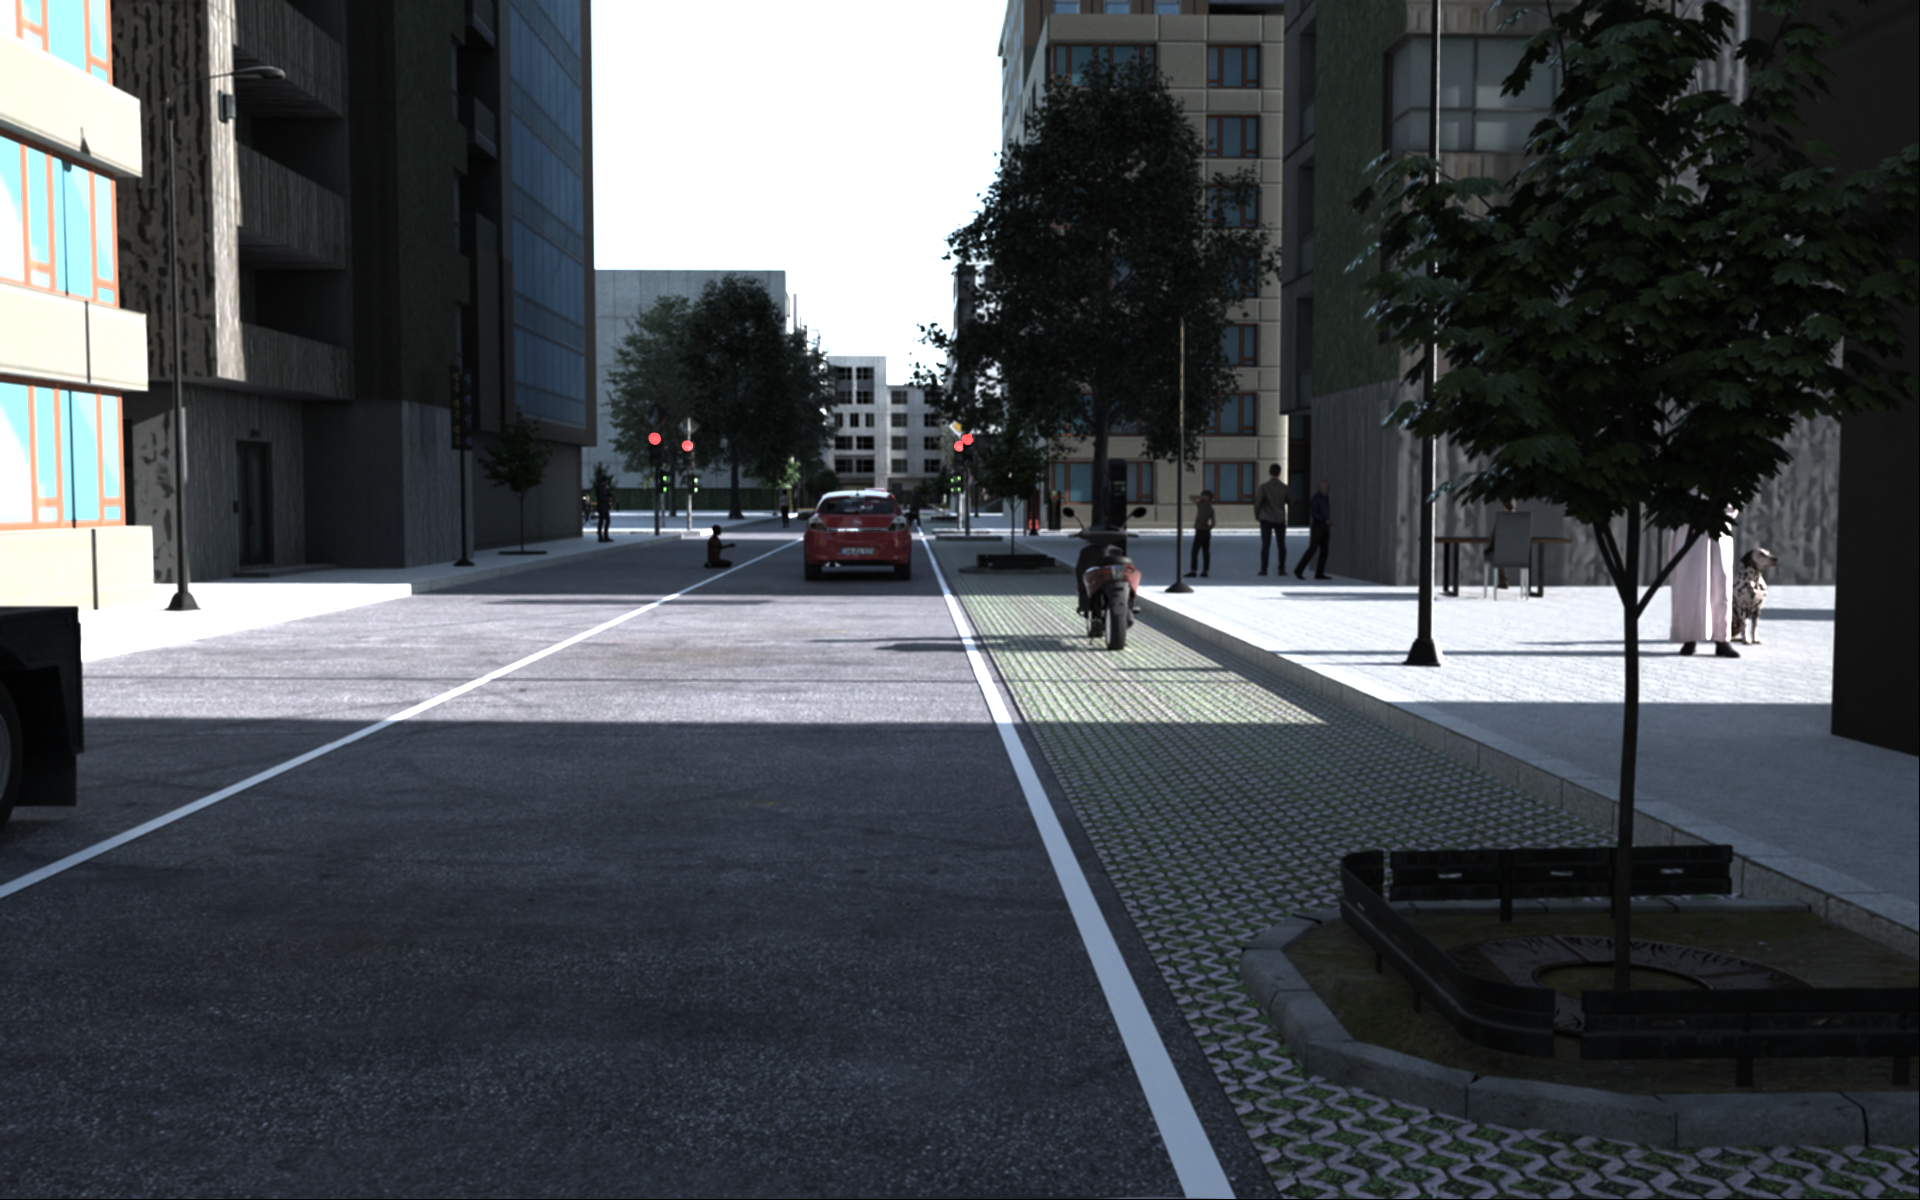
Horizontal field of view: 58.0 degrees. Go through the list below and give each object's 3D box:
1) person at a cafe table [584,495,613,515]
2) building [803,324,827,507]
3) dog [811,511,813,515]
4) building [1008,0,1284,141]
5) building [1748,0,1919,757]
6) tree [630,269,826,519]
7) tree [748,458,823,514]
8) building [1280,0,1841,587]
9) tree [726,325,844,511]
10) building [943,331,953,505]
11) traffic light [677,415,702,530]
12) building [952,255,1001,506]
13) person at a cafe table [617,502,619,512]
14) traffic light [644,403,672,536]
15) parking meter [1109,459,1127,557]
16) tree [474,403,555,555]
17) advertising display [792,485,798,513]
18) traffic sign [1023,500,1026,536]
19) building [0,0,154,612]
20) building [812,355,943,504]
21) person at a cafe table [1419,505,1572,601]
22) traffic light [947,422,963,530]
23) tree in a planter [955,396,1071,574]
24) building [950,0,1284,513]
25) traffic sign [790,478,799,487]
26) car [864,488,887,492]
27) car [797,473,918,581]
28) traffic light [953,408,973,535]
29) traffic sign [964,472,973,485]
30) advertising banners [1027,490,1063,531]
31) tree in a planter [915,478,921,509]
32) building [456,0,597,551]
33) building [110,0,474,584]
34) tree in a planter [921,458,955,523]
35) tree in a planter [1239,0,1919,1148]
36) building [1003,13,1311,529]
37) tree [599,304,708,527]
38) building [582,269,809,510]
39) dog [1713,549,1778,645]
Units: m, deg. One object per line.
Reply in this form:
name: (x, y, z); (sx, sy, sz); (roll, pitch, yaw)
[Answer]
person at a cafe table: (-22.998, -5.959, 108.286); (1.726, 1.238, 1.698); (3, 5, 40)
building: (-21.528, -21.262, 204.056); (11.380, 20.091, 16.016); (0, 4, -2)
dog: (-8.539, -5.004, 102.002); (0.748, 0.427, 0.550); (-1, 4, -12)
building: (9.960, -27.288, 96.271); (14.600, 45.320, 14.200); (0, 4, -2)
building: (11.414, -21.485, 1.392); (14.600, 45.320, 14.200); (0, 4, -2)
tree: (-11.556, -10.488, 88.484); (9.611, 12.733, 9.660); (0, 3, 0)
tree: (-12.078, -7.878, 112.524); (4.285, 4.588, 4.351); (0, 3, 0)
building: (12.837, -21.175, 29.799); (14.154, 41.232, 14.086); (0, 4, -2)
tree: (-13.436, -13.629, 129.487); (9.857, 13.997, 8.962); (0, 3, 0)
building: (7.112, -20.208, 196.854); (16.747, 18.905, 31.486); (0, 4, -2)
traffic light: (-9.600, -4.433, 61.406); (0.839, 4.253, 0.868); (0, 4, -2)
building: (13.154, -19.613, 164.650); (27.936, 21.610, 32.646); (0, 4, -2)
person at a cafe table: (-25.587, -7.082, 126.645); (1.698, 1.238, 1.726); (0, 4, -6)
traffic light: (-9.343, -3.945, 53.425); (0.839, 4.253, 0.868); (0, 4, -2)
parking meter: (2.614, -1.408, 28.730); (0.255, 1.863, 0.399); (0, 4, -3)
tree: (-9.507, -2.592, 36.979); (1.663, 3.219, 1.824); (0, 3, 0)
advertising display: (-11.444, -7.024, 120.058); (0.123, 1.923, 0.974); (1, 4, 12)
traffic sign: (1.978, -3.222, 52.780); (0.768, 2.556, 0.104); (0, 4, 1)
building: (-22.979, -9.794, 5.172); (27.650, 21.520, 28.899); (0, 4, -2)
building: (-17.931, -22.148, 228.572); (31.486, 18.905, 16.747); (0, 4, -2)
person at a cafe table: (6.709, -0.655, 21.567); (1.698, 1.238, 1.726); (0, 4, 6)
traffic light: (-0.045, -4.453, 61.729); (0.839, 4.253, 0.868); (0, 4, -2)
tree in a planter: (0.972, -2.103, 31.604); (1.991, 3.239, 1.994); (0, 4, -2)
building: (15.568, -26.409, 123.666); (32.217, 40.220, 23.993); (0, 4, -2)
traffic sign: (-11.635, -7.384, 120.837); (0.768, 2.556, 0.104); (0, 4, 2)
car: (-5.604, -6.444, 114.027); (2.281, 1.827, 5.304); (0, 4, -3)
car: (-1.784, -1.295, 30.219); (2.155, 1.783, 4.494); (0, 4, -3)
traffic light: (0.213, -3.965, 53.748); (0.839, 4.253, 0.868); (0, 4, -2)
traffic sign: (0.398, -6.188, 101.275); (0.768, 2.556, 0.104); (0, 4, 6)
advertising banners: (2.612, -3.958, 60.895); (2.074, 3.025, 0.090); (0, 4, -8)
tree in a planter: (-3.311, -10.207, 164.112); (1.991, 3.239, 1.994); (0, 4, -2)
building: (-17.798, -24.079, 43.805); (14.200, 45.320, 14.600); (0, 4, -2)
building: (-16.504, -15.589, 26.581); (14.160, 30.474, 14.107); (0, 4, -2)
tree in a planter: (-0.805, -5.466, 86.583); (1.991, 3.239, 1.994); (0, 4, -2)
tree in a planter: (1.829, -0.456, 4.674); (1.991, 3.239, 1.994); (0, 4, -2)
building: (17.128, -14.179, 76.872); (28.899, 21.520, 27.650); (0, 4, -2)
tree: (-11.540, -7.101, 66.467); (4.360, 8.622, 3.978); (0, 3, 0)
building: (-22.606, -17.474, 152.159); (16.747, 18.905, 31.486); (0, 4, -2)
dog: (6.784, -0.041, 15.048); (0.513, 0.831, 0.800); (1, 4, 21)
